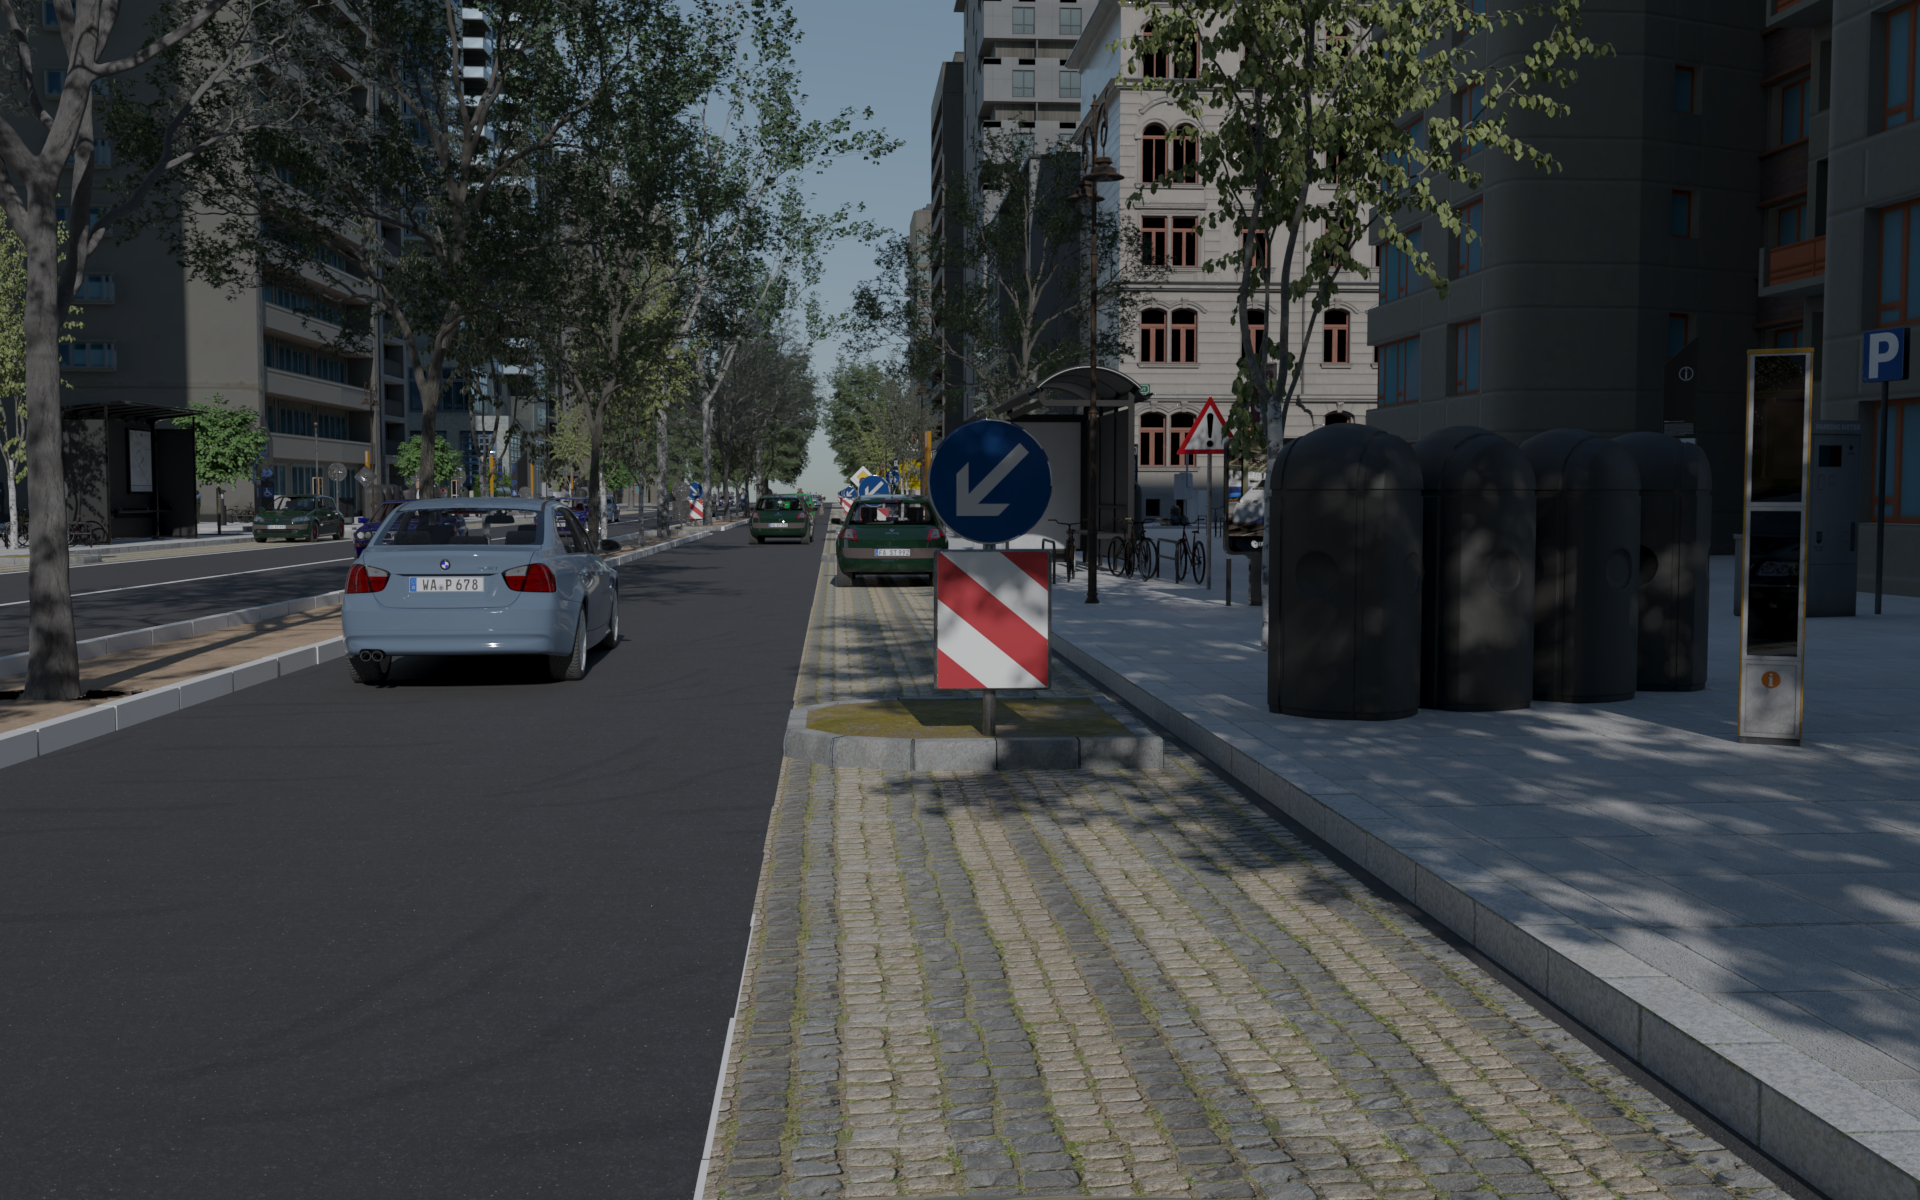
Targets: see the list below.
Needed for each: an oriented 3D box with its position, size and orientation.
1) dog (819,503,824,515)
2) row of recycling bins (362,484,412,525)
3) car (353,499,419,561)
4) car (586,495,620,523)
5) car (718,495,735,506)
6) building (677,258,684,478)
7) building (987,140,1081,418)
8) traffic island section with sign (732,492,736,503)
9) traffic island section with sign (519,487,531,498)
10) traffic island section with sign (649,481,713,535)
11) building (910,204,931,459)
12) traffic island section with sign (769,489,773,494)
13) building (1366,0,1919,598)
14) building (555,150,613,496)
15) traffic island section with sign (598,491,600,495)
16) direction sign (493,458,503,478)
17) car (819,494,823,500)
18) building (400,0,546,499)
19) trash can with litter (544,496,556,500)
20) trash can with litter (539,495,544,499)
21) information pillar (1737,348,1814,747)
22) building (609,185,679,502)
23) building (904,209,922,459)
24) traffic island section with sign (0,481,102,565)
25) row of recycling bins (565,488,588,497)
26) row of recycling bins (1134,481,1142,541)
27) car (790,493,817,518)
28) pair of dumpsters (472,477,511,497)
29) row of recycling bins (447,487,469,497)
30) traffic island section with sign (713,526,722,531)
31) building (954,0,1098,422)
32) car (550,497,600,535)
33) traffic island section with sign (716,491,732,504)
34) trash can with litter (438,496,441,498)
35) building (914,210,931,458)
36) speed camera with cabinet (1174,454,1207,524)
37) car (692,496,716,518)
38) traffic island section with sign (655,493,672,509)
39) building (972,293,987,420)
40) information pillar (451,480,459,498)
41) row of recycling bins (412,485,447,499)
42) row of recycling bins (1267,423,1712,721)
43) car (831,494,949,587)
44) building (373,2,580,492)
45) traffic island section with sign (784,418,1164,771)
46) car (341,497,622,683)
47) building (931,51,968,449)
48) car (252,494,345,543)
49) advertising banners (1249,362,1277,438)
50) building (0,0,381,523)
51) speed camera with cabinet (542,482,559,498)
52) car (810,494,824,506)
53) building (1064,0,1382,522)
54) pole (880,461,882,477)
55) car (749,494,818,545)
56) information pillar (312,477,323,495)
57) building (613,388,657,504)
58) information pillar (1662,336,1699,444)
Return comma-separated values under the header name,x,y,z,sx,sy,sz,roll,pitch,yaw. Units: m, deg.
name,x,y,z,sx,sy,sz,roll,pitch,yaw
dog,-9.696,-6.318,120.140,0.513,0.831,0.800,2,4,35
row of recycling bins,-24.409,-4.056,73.427,1.069,1.692,3.534,0,4,-2
car,-11.247,-1.408,35.602,1.945,1.354,3.894,0,4,-6
car,-18.174,-4.600,87.210,2.014,1.417,4.499,0,4,-5
car,-27.430,-11.668,203.355,1.945,1.354,3.894,0,4,-5
building,-54.174,-37.171,291.346,14.154,41.232,14.086,0,4,-4
building,9.896,-17.879,111.396,14.314,24.678,30.058,0,4,-4
traffic island section with sign,-36.386,-16.427,277.208,1.989,1.847,2.006,0,4,-4
traffic island section with sign,-22.894,-5.040,91.038,1.989,1.847,2.006,0,4,-4
traffic island section with sign,-9.920,-3.248,61.238,2.006,1.907,1.989,0,4,-4
building,-0.495,-37.684,266.238,14.600,45.320,14.200,0,4,-4
traffic island section with sign,-15.884,-8.283,143.568,2.006,1.907,1.989,0,4,-4
building,25.074,-11.304,29.863,27.650,21.520,28.899,0,4,-4
building,-48.292,-31.594,200.150,14.154,41.232,14.086,0,4,-4
traffic island section with sign,-24.844,-6.685,117.922,1.989,1.847,2.006,0,4,-4
direction sign,-29.175,-7.163,109.114,0.876,3.537,0.379,1,4,23
car,-17.196,-12.047,207.188,2.015,1.641,3.980,0,4,-5
building,-49.462,-51.527,155.142,22.319,86.520,31.000,0,4,-4
trash can with litter,-26.880,-6.235,113.326,0.624,1.170,1.055,2,4,34
trash can with litter,-28.384,-6.564,118.370,1.678,1.210,2.233,0,4,6
information pillar,4.197,-0.271,8.920,0.304,2.012,0.304,2,4,25
building,-56.155,-39.704,272.864,21.300,48.544,21.600,0,4,-4
building,2.074,-40.954,289.200,23.786,49.044,30.456,0,4,-4
traffic island section with sign,-18.877,-1.649,35.592,1.989,1.847,2.006,0,4,-4
row of recycling bins,-28.712,-7.457,129.039,1.069,1.692,3.534,-2,4,-32
row of recycling bins,3.258,-2.495,47.898,3.534,1.692,1.069,0,4,-3
car,-7.988,-4.668,85.112,1.959,1.807,4.718,0,4,-4
pair of dumpsters,-26.867,-5.917,99.229,1.574,2.255,4.437,0,4,-4
row of recycling bins,-28.995,-5.438,96.019,3.534,1.692,1.069,0,4,-5
traffic island section with sign,-10.445,-3.700,68.626,2.006,1.907,1.989,0,4,-4
building,14.662,-35.090,162.965,28.713,52.752,27.495,0,4,-4
car,-13.312,-2.823,58.743,1.945,1.354,3.894,0,4,-2
traffic island section with sign,-34.425,-14.783,250.324,1.989,1.847,2.006,0,4,-4
trash can with litter,-26.633,-4.702,88.273,0.624,1.170,1.055,0,4,-5
building,0.343,-34.731,251.444,14.154,41.232,14.086,0,4,-4
speed camera with cabinet,9.982,-4.912,74.649,0.660,3.252,2.038,3,4,39
car,-15.336,-5.458,101.819,1.945,1.354,3.894,0,4,-2
traffic island section with sign,-28.463,-9.744,167.936,1.989,1.847,2.006,0,4,-4
building,6.643,-16.599,136.021,10.561,19.102,19.286,0,4,-4
information pillar,-26.609,-5.311,91.320,0.304,2.012,0.304,0,4,5
row of recycling bins,-24.159,-4.295,77.334,1.069,1.692,3.534,0,4,2
row of recycling bins,3.437,-0.227,10.822,3.534,1.692,1.069,-2,4,-32
car,-1.091,-1.105,27.849,2.009,1.686,4.222,0,4,-2
building,-51.252,-45.447,181.305,20.563,71.187,20.611,0,4,-4
traffic island section with sign,0.002,-0.076,9.870,1.989,1.847,2.006,0,4,-4
car,-3.892,-0.152,14.494,2.014,1.417,4.499,0,4,-6
building,8.100,-34.502,187.810,21.300,48.544,21.600,0,4,-4
car,-19.845,-2.583,52.018,2.009,1.686,4.222,0,4,-3
advertising banners,4.499,-1.616,22.615,0.090,3.025,2.074,-3,4,-36
building,-43.189,-28.341,87.084,21.300,48.544,21.600,0,4,-4
speed camera with cabinet,-31.531,-8.542,134.002,0.660,3.252,2.038,1,4,23
car,-15.289,-10.381,181.738,2.014,1.417,4.499,0,4,-3
building,17.691,-18.159,84.286,23.554,28.519,14.401,0,4,-4
pole,-4.847,-6.881,106.345,0.158,3.312,0.155,0,3,0
car,-5.169,-2.490,50.505,2.009,1.686,4.222,0,4,-2
information pillar,-28.264,-4.389,76.244,0.304,2.012,0.304,1,4,13
building,-58.037,-24.624,247.640,27.650,21.520,28.899,0,4,-4
information pillar,10.748,-2.111,25.865,0.504,3.616,0.183,3,4,37
